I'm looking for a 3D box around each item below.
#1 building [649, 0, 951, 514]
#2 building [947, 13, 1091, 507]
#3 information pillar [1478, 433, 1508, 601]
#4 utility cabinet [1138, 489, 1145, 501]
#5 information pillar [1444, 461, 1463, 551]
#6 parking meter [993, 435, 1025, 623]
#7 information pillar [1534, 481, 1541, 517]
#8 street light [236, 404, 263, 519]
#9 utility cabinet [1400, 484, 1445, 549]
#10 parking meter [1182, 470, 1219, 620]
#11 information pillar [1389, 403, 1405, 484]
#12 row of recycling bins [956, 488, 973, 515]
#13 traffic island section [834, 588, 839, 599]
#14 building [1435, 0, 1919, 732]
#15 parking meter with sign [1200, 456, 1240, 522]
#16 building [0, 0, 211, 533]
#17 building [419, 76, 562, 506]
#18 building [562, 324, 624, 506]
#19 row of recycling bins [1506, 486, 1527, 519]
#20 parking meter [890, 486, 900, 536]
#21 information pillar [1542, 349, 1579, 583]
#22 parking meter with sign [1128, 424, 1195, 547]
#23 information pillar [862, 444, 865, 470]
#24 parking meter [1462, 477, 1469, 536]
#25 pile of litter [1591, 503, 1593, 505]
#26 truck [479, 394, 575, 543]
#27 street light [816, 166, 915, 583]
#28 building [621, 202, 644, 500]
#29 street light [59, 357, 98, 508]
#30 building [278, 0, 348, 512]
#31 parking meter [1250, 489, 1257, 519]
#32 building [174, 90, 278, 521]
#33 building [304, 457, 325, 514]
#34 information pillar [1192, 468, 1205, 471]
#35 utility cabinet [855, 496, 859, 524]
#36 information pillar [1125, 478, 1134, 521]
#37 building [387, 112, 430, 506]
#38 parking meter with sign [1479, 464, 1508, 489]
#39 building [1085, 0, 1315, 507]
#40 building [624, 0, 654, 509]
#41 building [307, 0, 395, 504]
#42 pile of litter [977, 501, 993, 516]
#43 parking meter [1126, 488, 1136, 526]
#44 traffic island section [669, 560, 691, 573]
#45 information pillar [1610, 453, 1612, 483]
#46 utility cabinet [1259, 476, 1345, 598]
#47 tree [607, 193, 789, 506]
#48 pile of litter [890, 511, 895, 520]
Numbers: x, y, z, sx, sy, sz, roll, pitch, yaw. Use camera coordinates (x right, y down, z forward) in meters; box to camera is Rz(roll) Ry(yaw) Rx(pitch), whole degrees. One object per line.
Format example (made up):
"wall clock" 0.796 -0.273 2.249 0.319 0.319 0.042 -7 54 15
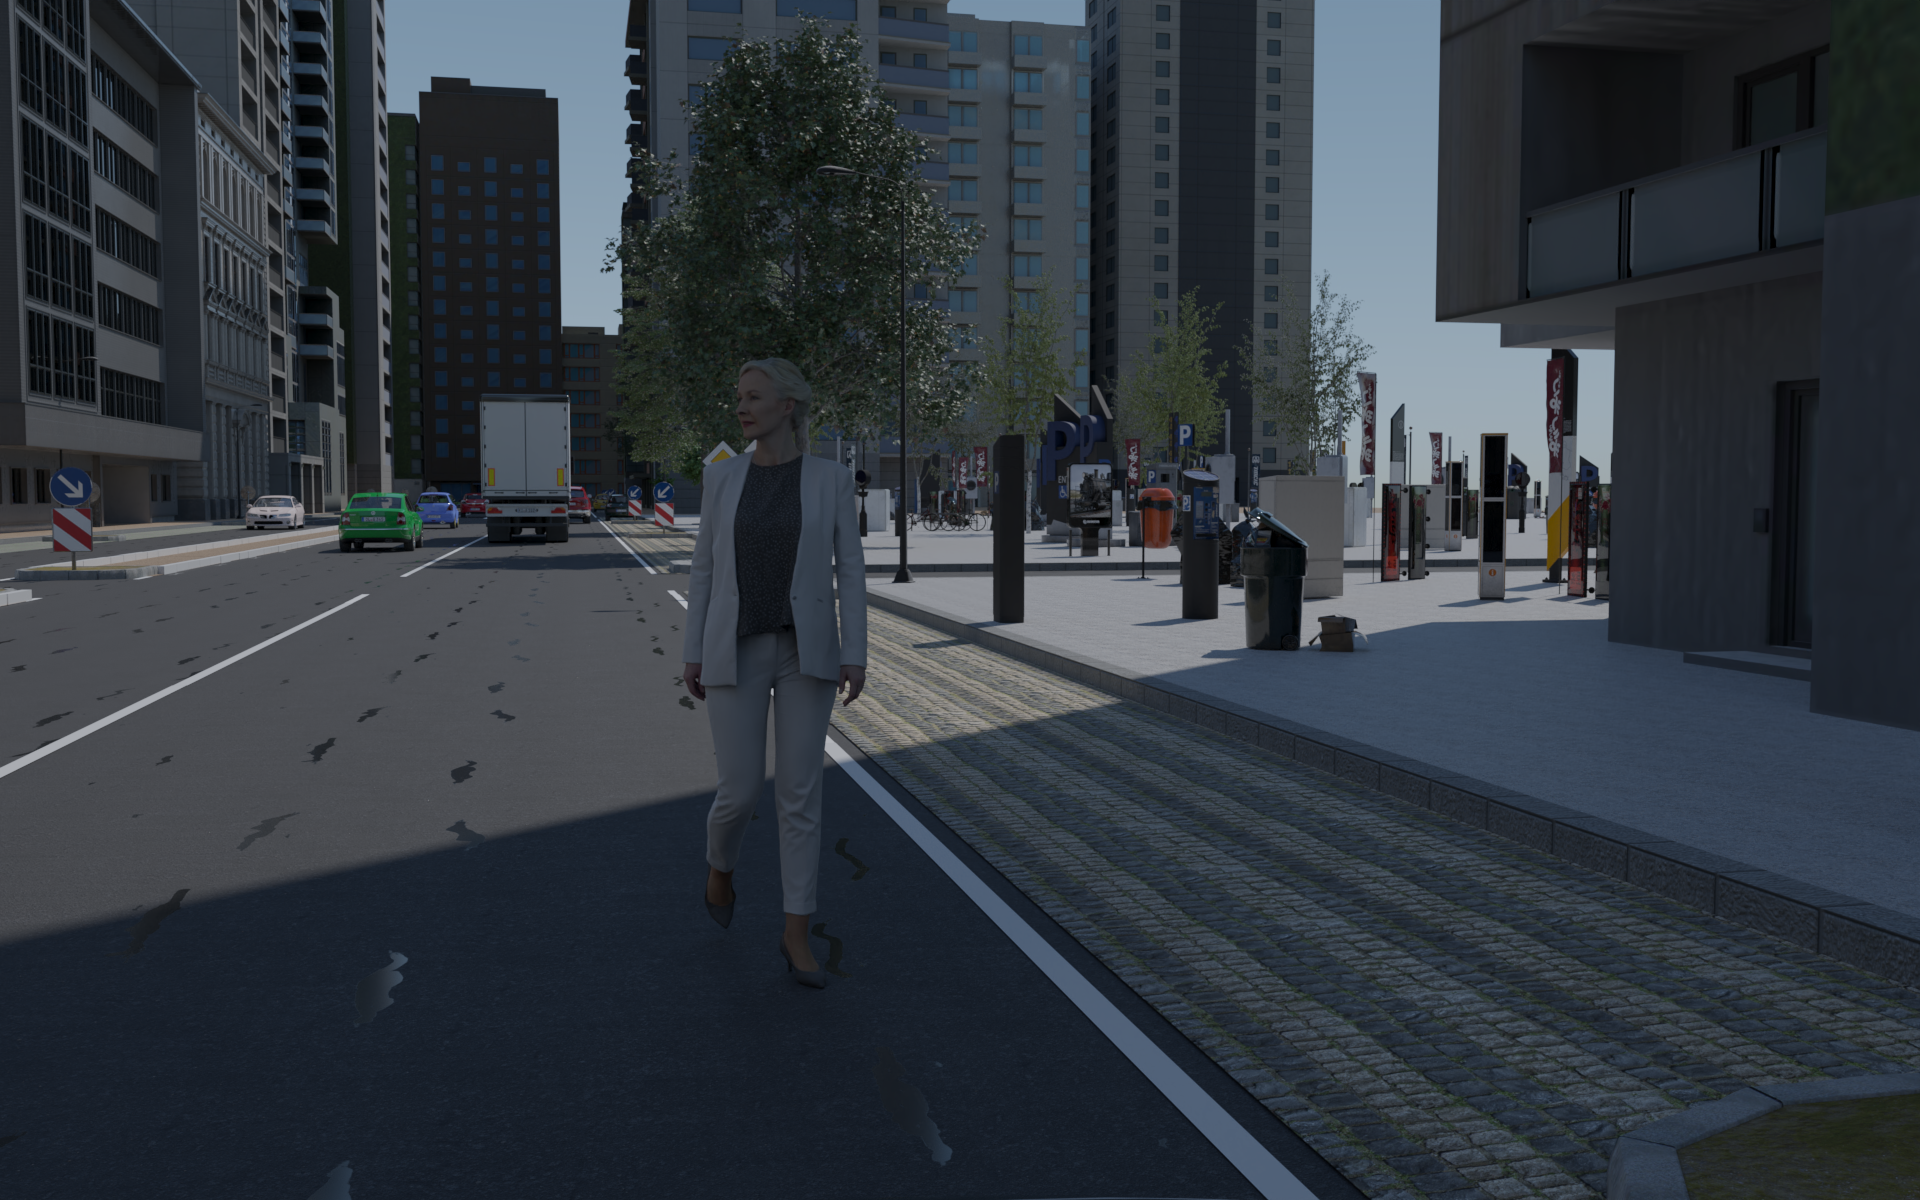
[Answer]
"building" -11.756 -35.662 125.080 21.231 58.520 28.212 -1 4 -13
"building" -1.921 -34.009 175.655 30.456 49.044 23.786 -1 4 -13
"information pillar" 6.448 -1.008 20.968 0.304 2.012 0.304 1 4 13
"utility cabinet" 8.539 -4.188 77.155 1.173 1.500 0.318 1 4 18
"information pillar" 11.066 -2.100 38.830 0.304 2.012 0.304 0 4 -6
"parking meter" 0.487 -0.711 17.342 0.255 1.863 0.399 -1 4 -11
"information pillar" 32.344 -5.658 97.005 0.304 2.012 0.304 0 4 -3
"street light" -36.558 -7.129 89.099 1.470 5.913 1.316 -1 4 -13
"utility cabinet" 10.710 -1.922 40.098 1.173 1.500 0.318 0 4 -3
"parking meter" 2.478 -0.576 17.832 0.372 1.533 0.369 0 3 0
"information pillar" 11.253 -3.256 44.588 0.504 3.616 0.183 -3 4 -37
"row of recycling bins" 0.260 -6.072 106.389 1.069 1.692 3.534 0 4 4
"traffic island section" -2.653 -0.145 24.647 2.009 0.180 2.903 -1 4 -13
"building" 11.470 -20.092 12.093 14.154 41.232 14.086 -1 4 -13
"parking meter with sign" 11.840 -5.054 78.897 1.738 3.016 0.543 0 4 -6
"building" -38.984 -15.055 65.215 14.314 24.678 30.058 -1 4 -13
"building" -51.119 -33.047 190.432 14.200 45.320 14.600 -1 4 -13
"building" -31.759 -21.913 203.313 28.899 21.520 27.650 -1 4 -13
"row of recycling bins" 28.284 -5.056 89.777 1.069 1.692 3.534 -1 4 -9
"parking meter" -1.793 -2.698 52.516 0.372 1.533 0.369 0 3 0
"information pillar" 8.645 -2.050 24.875 0.183 3.616 0.504 -1 4 -23
"parking meter with sign" 4.949 -2.841 42.706 1.738 3.016 0.543 -2 4 -34
"information pillar" -3.751 -4.650 67.377 0.183 3.616 0.504 0 4 -5
"parking meter" 15.281 -2.883 52.848 0.255 1.863 0.399 -3 4 -36
"pile of litter" 41.993 -6.140 114.357 1.176 0.858 1.719 -3 5 -42
"truck" -13.488 -3.996 54.246 2.839 4.237 11.283 -1 4 -13
"street light" -1.348 -3.197 24.813 1.470 5.913 1.316 -1 4 -13
"building" -26.944 -24.645 174.642 14.160 30.474 14.107 -1 4 -13
"street light" -29.901 -5.270 58.708 1.470 5.913 1.316 -1 4 -13
"building" -59.307 -50.128 132.265 22.319 86.520 31.000 -1 4 -13
"parking meter" 15.314 -5.011 90.346 0.372 1.533 0.369 0 3 0
"building" -42.856 -15.987 90.272 11.050 23.489 19.941 -1 4 -13
"building" -51.819 -40.964 108.011 20.563 71.187 20.611 -1 4 -13
"information pillar" 6.816 -2.761 49.626 0.304 2.012 0.304 0 4 -6
"utility cabinet" -4.233 -3.499 68.375 0.306 1.237 1.020 -1 4 -20
"information pillar" 7.843 -4.619 80.020 0.304 2.012 0.304 2 4 30
"building" -65.243 -30.843 187.872 14.086 41.232 14.154 -1 4 -13
"parking meter with sign" 24.919 -5.232 81.798 1.738 3.016 0.543 2 4 34
"building" 23.428 -45.506 182.278 20.611 71.187 20.563 -1 4 -13
"building" -18.149 -30.507 153.416 22.147 44.769 28.867 -1 4 -13
"building" -68.434 -37.899 161.650 28.212 58.520 21.231 -1 4 -13
"pile of litter" 1.690 -5.380 101.921 1.719 0.858 1.176 -2 4 -30
"parking meter" 6.771 -3.685 68.655 0.372 1.533 0.369 0 3 0
"traffic island section" -4.398 -0.621 32.440 2.009 0.180 2.903 -1 4 -13
"information pillar" 31.328 -5.597 82.868 0.183 3.616 0.504 -2 4 -25
"utility cabinet" 4.167 -0.764 21.175 1.173 1.500 0.318 -2 4 -34
"tree" -9.170 -8.977 64.897 7.486 12.596 7.792 0 3 0
"pile of litter" -3.827 -4.324 84.666 1.719 0.858 1.176 0 4 4
